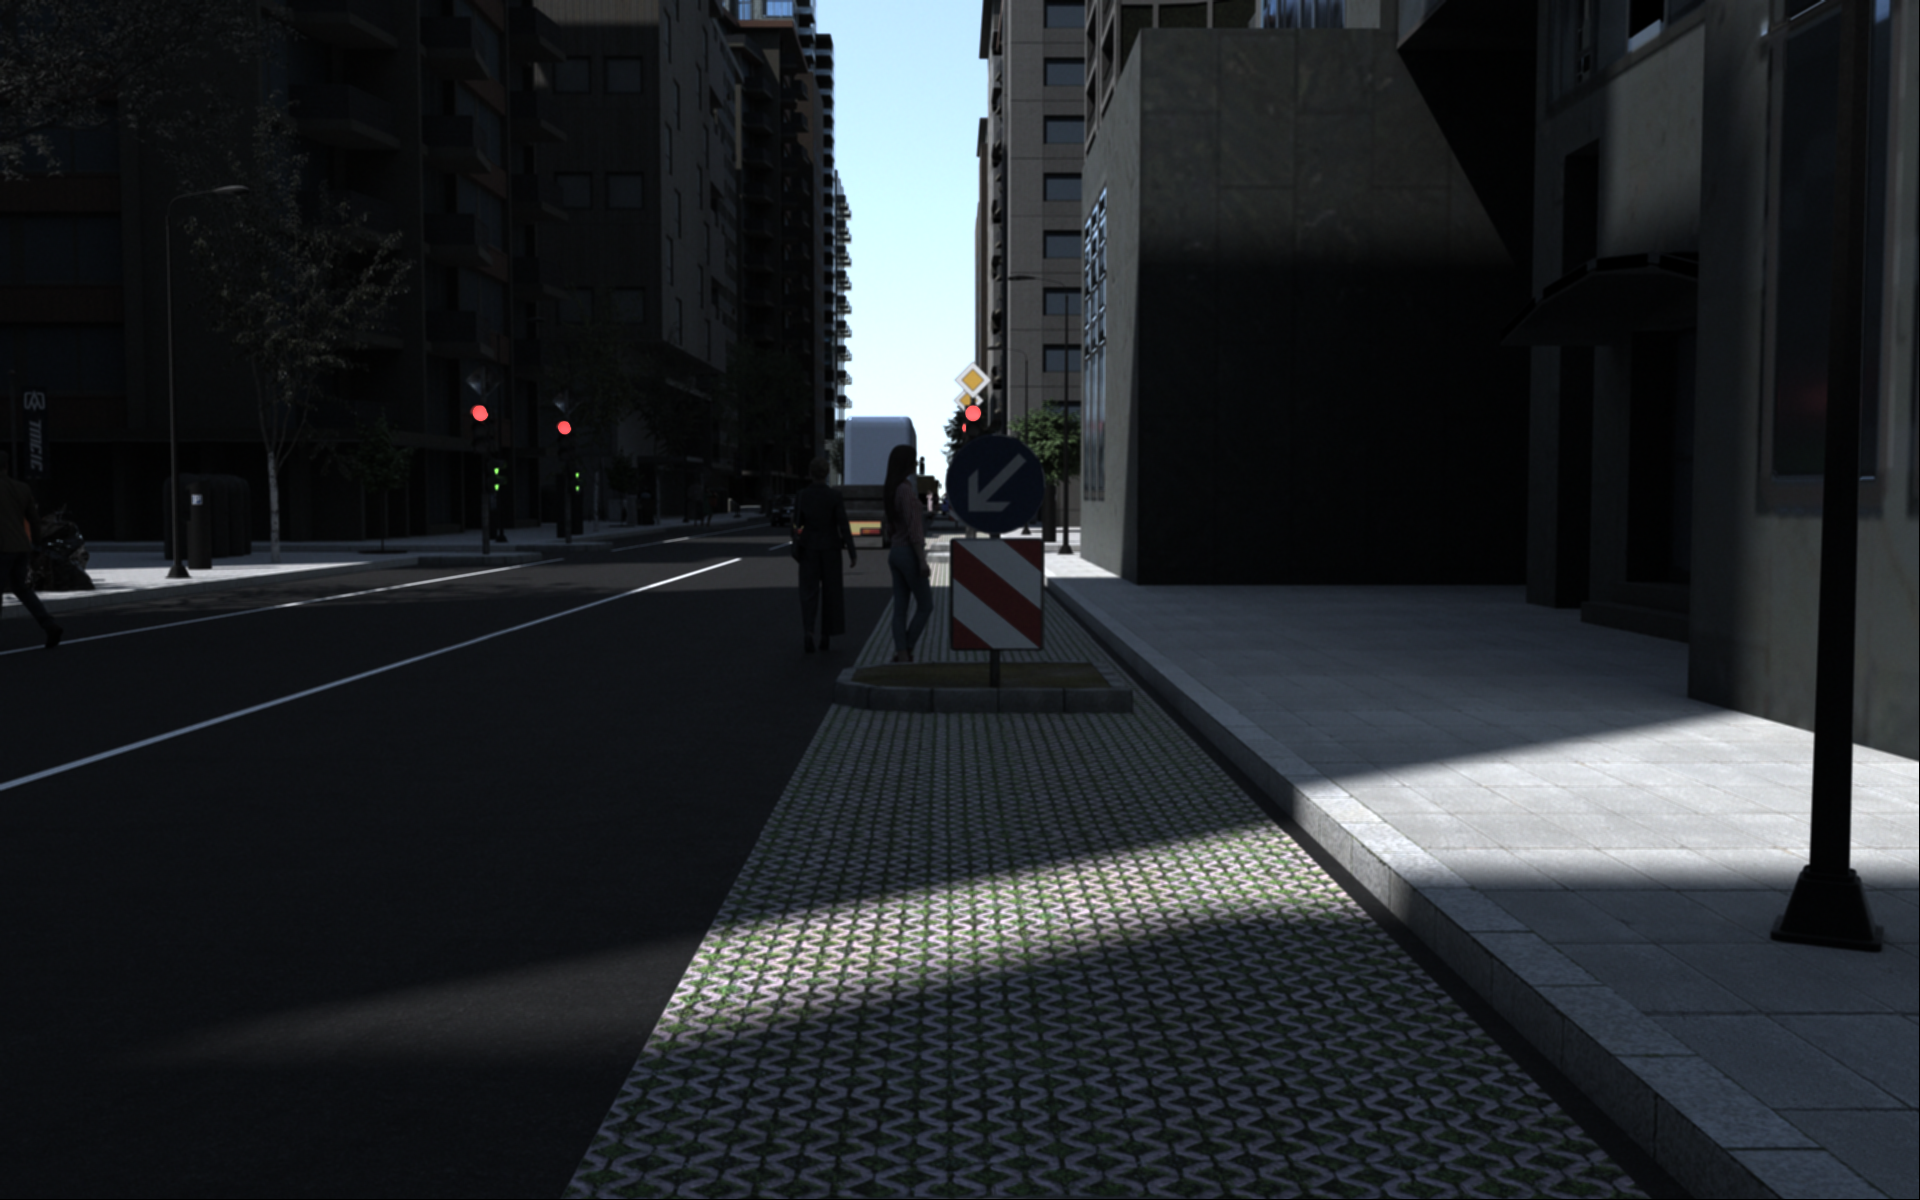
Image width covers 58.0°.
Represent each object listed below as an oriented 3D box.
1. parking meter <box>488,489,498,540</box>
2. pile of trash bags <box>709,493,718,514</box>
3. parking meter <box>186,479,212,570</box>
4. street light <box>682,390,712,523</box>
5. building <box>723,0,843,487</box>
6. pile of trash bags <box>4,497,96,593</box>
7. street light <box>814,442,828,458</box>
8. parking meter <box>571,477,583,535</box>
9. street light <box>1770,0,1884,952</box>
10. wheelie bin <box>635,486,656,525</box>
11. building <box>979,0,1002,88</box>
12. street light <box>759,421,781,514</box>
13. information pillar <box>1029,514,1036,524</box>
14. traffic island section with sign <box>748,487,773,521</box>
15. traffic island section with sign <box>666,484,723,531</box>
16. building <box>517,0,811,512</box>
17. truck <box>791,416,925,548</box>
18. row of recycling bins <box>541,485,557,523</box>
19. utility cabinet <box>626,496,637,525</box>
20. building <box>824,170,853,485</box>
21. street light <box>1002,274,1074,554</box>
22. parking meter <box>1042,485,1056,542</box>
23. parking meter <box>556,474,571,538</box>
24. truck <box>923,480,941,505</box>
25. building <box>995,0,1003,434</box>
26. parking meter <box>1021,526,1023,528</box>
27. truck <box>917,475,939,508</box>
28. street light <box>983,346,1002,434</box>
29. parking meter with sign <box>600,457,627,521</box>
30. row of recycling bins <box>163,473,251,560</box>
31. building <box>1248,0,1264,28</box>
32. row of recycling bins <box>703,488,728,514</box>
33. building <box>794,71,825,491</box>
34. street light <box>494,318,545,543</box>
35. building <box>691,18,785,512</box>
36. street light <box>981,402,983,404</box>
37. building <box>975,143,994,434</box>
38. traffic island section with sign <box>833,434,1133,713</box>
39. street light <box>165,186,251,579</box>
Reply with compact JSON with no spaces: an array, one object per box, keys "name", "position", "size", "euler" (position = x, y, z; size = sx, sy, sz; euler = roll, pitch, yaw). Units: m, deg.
[{"name":"parking meter","position":[-13.188,-2.460,48.631],"size":[0.372,1.533,0.369],"euler":[0,3,0]},{"name":"pile of trash bags","position":[-17.199,-6.215,111.363],"size":[3.447,1.369,1.912],"euler":[1,4,13]},{"name":"parking meter","position":[-12.976,-1.291,29.523],"size":[0.372,1.533,0.369],"euler":[0,3,0]},{"name":"street light","position":[-11.777,-6.429,77.658],"size":[1.470,5.913,1.316],"euler":[0,4,0]},{"name":"building","position":[-25.737,-55.401,218.478],"size":[22.319,86.520,31.000],"euler":[0,4,0]},{"name":"pile of trash bags","position":[-13.020,-0.863,23.859],"size":[1.912,1.369,3.447],"euler":[-2,4,-28]},{"name":"street light","position":[-12.371,-11.083,153.742],"size":[1.470,5.913,1.316],"euler":[0,4,0]},{"name":"parking meter","position":[-12.060,-2.981,54.453],"size":[0.255,1.863,0.399],"euler":[2,4,32]},{"name":"street light","position":[1.977,-1.976,4.850],"size":[1.470,5.913,1.316],"euler":[0,4,0]},{"name":"wheelie bin","position":[-12.994,-3.889,71.496],"size":[0.693,1.594,0.980],"euler":[-3,4,-39]},{"name":"building","position":[16.561,-36.174,180.678],"size":[28.713,52.752,27.495],"euler":[0,4,0]},{"name":"street light","position":[-12.077,-8.412,110.078],"size":[1.470,5.913,1.316],"euler":[0,4,0]},{"name":"information pillar","position":[3.089,-4.223,73.534],"size":[0.304,2.012,0.304],"euler":[0,4,5]},{"name":"traffic island section with sign","position":[-10.479,-5.244,94.365],"size":[1.989,1.847,2.006],"euler":[0,4,0]},{"name":"traffic island section with sign","position":[-10.302,-3.595,67.411],"size":[1.989,1.847,2.006],"euler":[0,4,0]},{"name":"building","position":[-25.433,-30.835,158.775],"size":[22.147,44.769,28.867],"euler":[0,4,0]},{"name":"truck","position":[-2.947,-3.929,53.998],"size":[2.967,4.110,18.799],"euler":[0,4,1]},{"name":"row of recycling bins","position":[-18.163,-4.354,78.297],"size":[1.069,1.692,3.534],"euler":[1,4,9]},{"name":"utility cabinet","position":[-13.592,-3.782,73.004],"size":[0.306,1.237,1.020],"euler":[2,4,33]},{"name":"building","position":[-27.083,-38.584,250.464],"size":[23.786,49.044,30.456],"euler":[0,4,0]},{"name":"street light","position":[1.716,-3.929,36.780],"size":[1.470,5.913,1.316],"euler":[0,4,0]},{"name":"parking meter","position":[2.377,-2.310,46.173],"size":[0.372,1.533,0.369],"euler":[0,3,0]},{"name":"parking meter","position":[-11.628,-2.746,50.604],"size":[0.255,1.863,0.399],"euler":[0,4,-1]},{"name":"truck","position":[-4.293,-14.700,236.270],"size":[3.469,3.379,9.791],"euler":[0,4,0]},{"name":"building","position":[14.317,-30.468,152.777],"size":[22.147,44.769,28.867],"euler":[0,4,0]},{"name":"parking meter","position":[2.200,-3.696,66.147],"size":[0.255,1.863,0.399],"euler":[3,5,44]},{"name":"truck","position":[-3.911,-11.168,178.520],"size":[3.469,3.379,9.791],"euler":[0,4,0]},{"name":"street light","position":[1.547,-5.012,54.485],"size":[1.470,5.913,1.316],"euler":[0,4,0]},{"name":"parking meter with sign","position":[-15.984,-5.204,81.352],"size":[1.738,3.016,0.543],"euler":[0,4,-7]},{"name":"row of recycling bins","position":[-15.283,-1.726,35.336],"size":[1.069,1.692,3.534],"euler":[0,4,-6]},{"name":"building","position":[16.943,-24.588,52.121],"size":[14.200,45.320,14.600],"euler":[0,4,0]},{"name":"row of recycling bins","position":[-16.188,-6.582,114.734],"size":[1.069,1.692,3.534],"euler":[1,4,10]},{"name":"building","position":[-21.566,-32.447,180.623],"size":[14.600,45.320,14.200],"euler":[0,4,0]},{"name":"street light","position":[-11.611,-4.476,45.728],"size":[1.470,5.913,1.316],"euler":[0,4,0]},{"name":"building","position":[-30.063,-26.924,132.091],"size":[32.217,40.220,23.993],"euler":[0,4,0]},{"name":"street light","position":[1.384,-7.009,87.131],"size":[1.470,5.913,1.316],"euler":[0,4,0]},{"name":"building","position":[9.355,-34.613,216.027],"size":[14.600,45.320,14.200],"euler":[0,4,0]},{"name":"traffic island section with sign","position":[0.125,-0.218,12.190],"size":[1.989,1.847,2.006],"euler":[0,4,0]},{"name":"street light","position":[-11.397,-3.286,26.272],"size":[1.470,5.913,1.316],"euler":[0,4,0]}]
